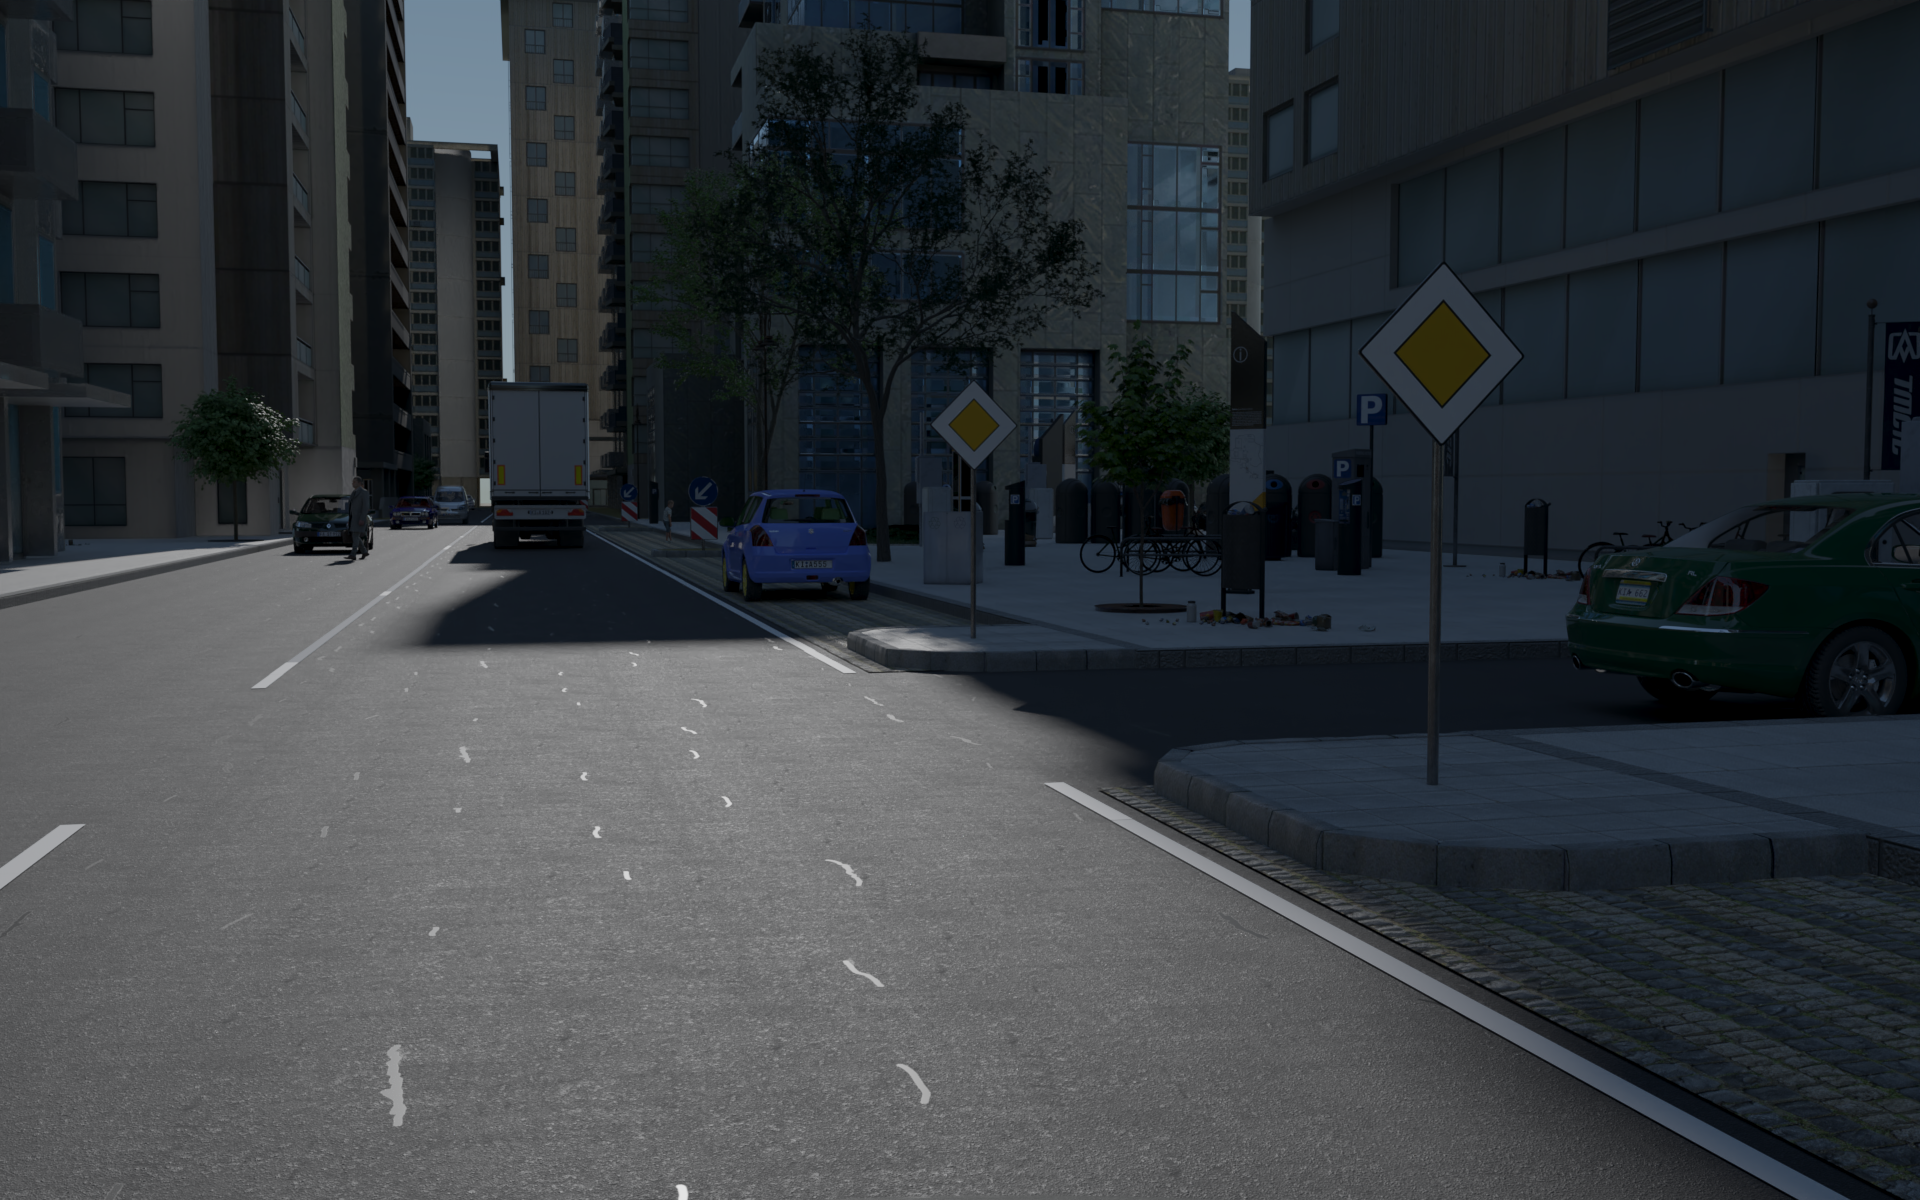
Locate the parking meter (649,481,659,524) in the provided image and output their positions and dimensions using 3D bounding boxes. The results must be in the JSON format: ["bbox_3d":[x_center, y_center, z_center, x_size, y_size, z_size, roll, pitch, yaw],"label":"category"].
[{"bbox_3d":[-13.225,-4.229,74.859,0.399,1.863,0.255,-2,4,-24],"label":"parking meter"}]

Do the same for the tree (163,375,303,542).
[{"bbox_3d":[-19.781,-3.871,47.005,4.285,4.588,4.351,0,3,0],"label":"tree"}]

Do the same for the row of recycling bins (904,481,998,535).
[{"bbox_3d":[-0.301,-2.846,53.652,3.534,1.692,1.069,-3,5,-41],"label":"row of recycling bins"}]

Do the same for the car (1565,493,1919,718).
[{"bbox_3d":[6.506,0.017,11.528,4.920,1.459,2.131,-1,4,-14],"label":"car"}]

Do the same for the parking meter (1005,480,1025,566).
[{"bbox_3d":[0.985,-1.386,31.074,0.372,1.533,0.369,0,3,0],"label":"parking meter"}]

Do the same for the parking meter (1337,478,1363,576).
[{"bbox_3d":[6.166,-1.161,27.392,0.372,1.533,0.369,0,3,0],"label":"parking meter"}]

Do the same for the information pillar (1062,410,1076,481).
[{"bbox_3d":[3.038,-3.475,48.171,0.183,3.616,0.504,3,5,44],"label":"information pillar"}]

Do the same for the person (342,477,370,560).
[{"bbox_3d":[-13.181,-1.784,37.778,0.694,1.812,0.767,3,4,39],"label":"person"}]

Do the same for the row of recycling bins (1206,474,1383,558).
[{"bbox_3d":[6.792,-1.724,35.293,3.534,1.692,1.069,1,4,8],"label":"row of recycling bins"}]

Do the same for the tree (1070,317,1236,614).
[{"bbox_3d":[1.945,-1.500,19.126,1.663,3.219,1.824,0,3,0],"label":"tree"}]

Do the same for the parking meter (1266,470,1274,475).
[{"bbox_3d":[7.578,-2.269,42.802,0.255,1.863,0.399,-1,4,-10],"label":"parking meter"}]

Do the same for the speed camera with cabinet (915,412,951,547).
[{"bbox_3d":[-0.630,-2.879,41.410,0.660,3.252,2.038,-1,4,-9],"label":"speed camera with cabinet"}]

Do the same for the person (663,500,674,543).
[{"bbox_3d":[-8.563,-2.308,50.913,0.352,1.250,0.332,1,4,11],"label":"person"}]

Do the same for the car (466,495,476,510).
[{"bbox_3d":[-44.918,-8.834,156.803,2.083,1.381,4.827,-1,4,-16],"label":"car"}]

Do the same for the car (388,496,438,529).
[{"bbox_3d":[-22.610,-3.619,71.750,1.945,1.354,3.894,-1,4,-13],"label":"car"}]

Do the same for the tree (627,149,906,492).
[{"bbox_3d":[-5.738,-7.673,51.212,9.928,11.665,9.643,0,3,0],"label":"tree"}]

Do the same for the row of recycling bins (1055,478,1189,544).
[{"bbox_3d":[4.260,-2.332,45.241,3.534,1.692,1.069,-1,4,-9],"label":"row of recycling bins"}]

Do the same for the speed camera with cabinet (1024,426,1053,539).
[{"bbox_3d":[2.289,-3.407,50.044,0.660,3.252,2.038,0,4,-5],"label":"speed camera with cabinet"}]

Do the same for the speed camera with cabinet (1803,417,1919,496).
[{"bbox_3d":[10.954,-1.599,20.486,2.038,3.252,0.660,0,4,-5],"label":"speed camera with cabinet"}]

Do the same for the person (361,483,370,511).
[{"bbox_3d":[-19.810,-2.991,57.396,0.794,1.824,0.713,-1,4,-13],"label":"person"}]

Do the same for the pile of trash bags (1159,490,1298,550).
[{"bbox_3d":[6.252,-1.847,39.943,3.447,1.369,1.912,-1,4,-12],"label":"pile of trash bags"}]

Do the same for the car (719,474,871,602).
[{"bbox_3d":[-2.370,-0.903,24.352,1.945,1.707,3.694,-1,4,-14],"label":"car"}]

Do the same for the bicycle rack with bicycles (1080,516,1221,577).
[{"bbox_3d":[3.363,-0.875,27.695,2.925,0.926,2.852,1,4,10],"label":"bicycle rack with bicycles"}]

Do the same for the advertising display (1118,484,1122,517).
[{"bbox_3d":[5.311,-2.964,53.677,0.974,1.923,0.123,-1,4,-20],"label":"advertising display"}]

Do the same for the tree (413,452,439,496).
[{"bbox_3d":[-42.463,-9.297,135.724,4.285,4.588,4.351,0,3,0],"label":"tree"}]

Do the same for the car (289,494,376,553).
[{"bbox_3d":[-15.598,-2.042,43.176,2.009,1.686,4.222,-1,4,-16],"label":"car"}]

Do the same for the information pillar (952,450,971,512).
[{"bbox_3d":[0.065,-1.476,28.625,0.304,2.012,0.304,-2,4,-23],"label":"information pillar"}]

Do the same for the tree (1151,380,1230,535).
[{"bbox_3d":[6.776,-4.061,50.104,4.285,4.588,4.351,0,3,0],"label":"tree"}]

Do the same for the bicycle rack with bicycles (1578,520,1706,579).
[{"bbox_3d":[9.511,-0.576,22.797,2.852,0.926,2.925,-3,5,-45],"label":"bicycle rack with bicycles"}]

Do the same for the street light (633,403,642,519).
[{"bbox_3d":[-16.414,-7.063,88.270,0.468,5.910,1.993,-1,4,-14],"label":"street light"}]

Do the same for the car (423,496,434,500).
[{"bbox_3d":[-29.931,-5.245,98.333,1.945,1.354,3.894,-1,4,-13],"label":"car"}]

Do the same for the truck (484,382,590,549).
[{"bbox_3d":[-11.989,-3.668,48.882,2.839,4.237,11.283,-1,4,-15],"label":"truck"}]

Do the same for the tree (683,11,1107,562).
[{"bbox_3d":[-1.398,-6.026,32.942,8.767,10.594,7.601,0,4,4],"label":"tree"}]

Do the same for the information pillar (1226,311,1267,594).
[{"bbox_3d":[3.667,-1.883,22.139,0.504,3.616,0.183,3,4,36],"label":"information pillar"}]

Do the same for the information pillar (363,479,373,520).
[{"bbox_3d":[-29.294,-4.968,85.725,0.304,2.012,0.304,1,4,17],"label":"information pillar"}]

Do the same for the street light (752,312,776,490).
[{"bbox_3d":[-4.696,-4.226,41.877,0.468,5.910,1.993,-1,4,-14],"label":"street light"}]
